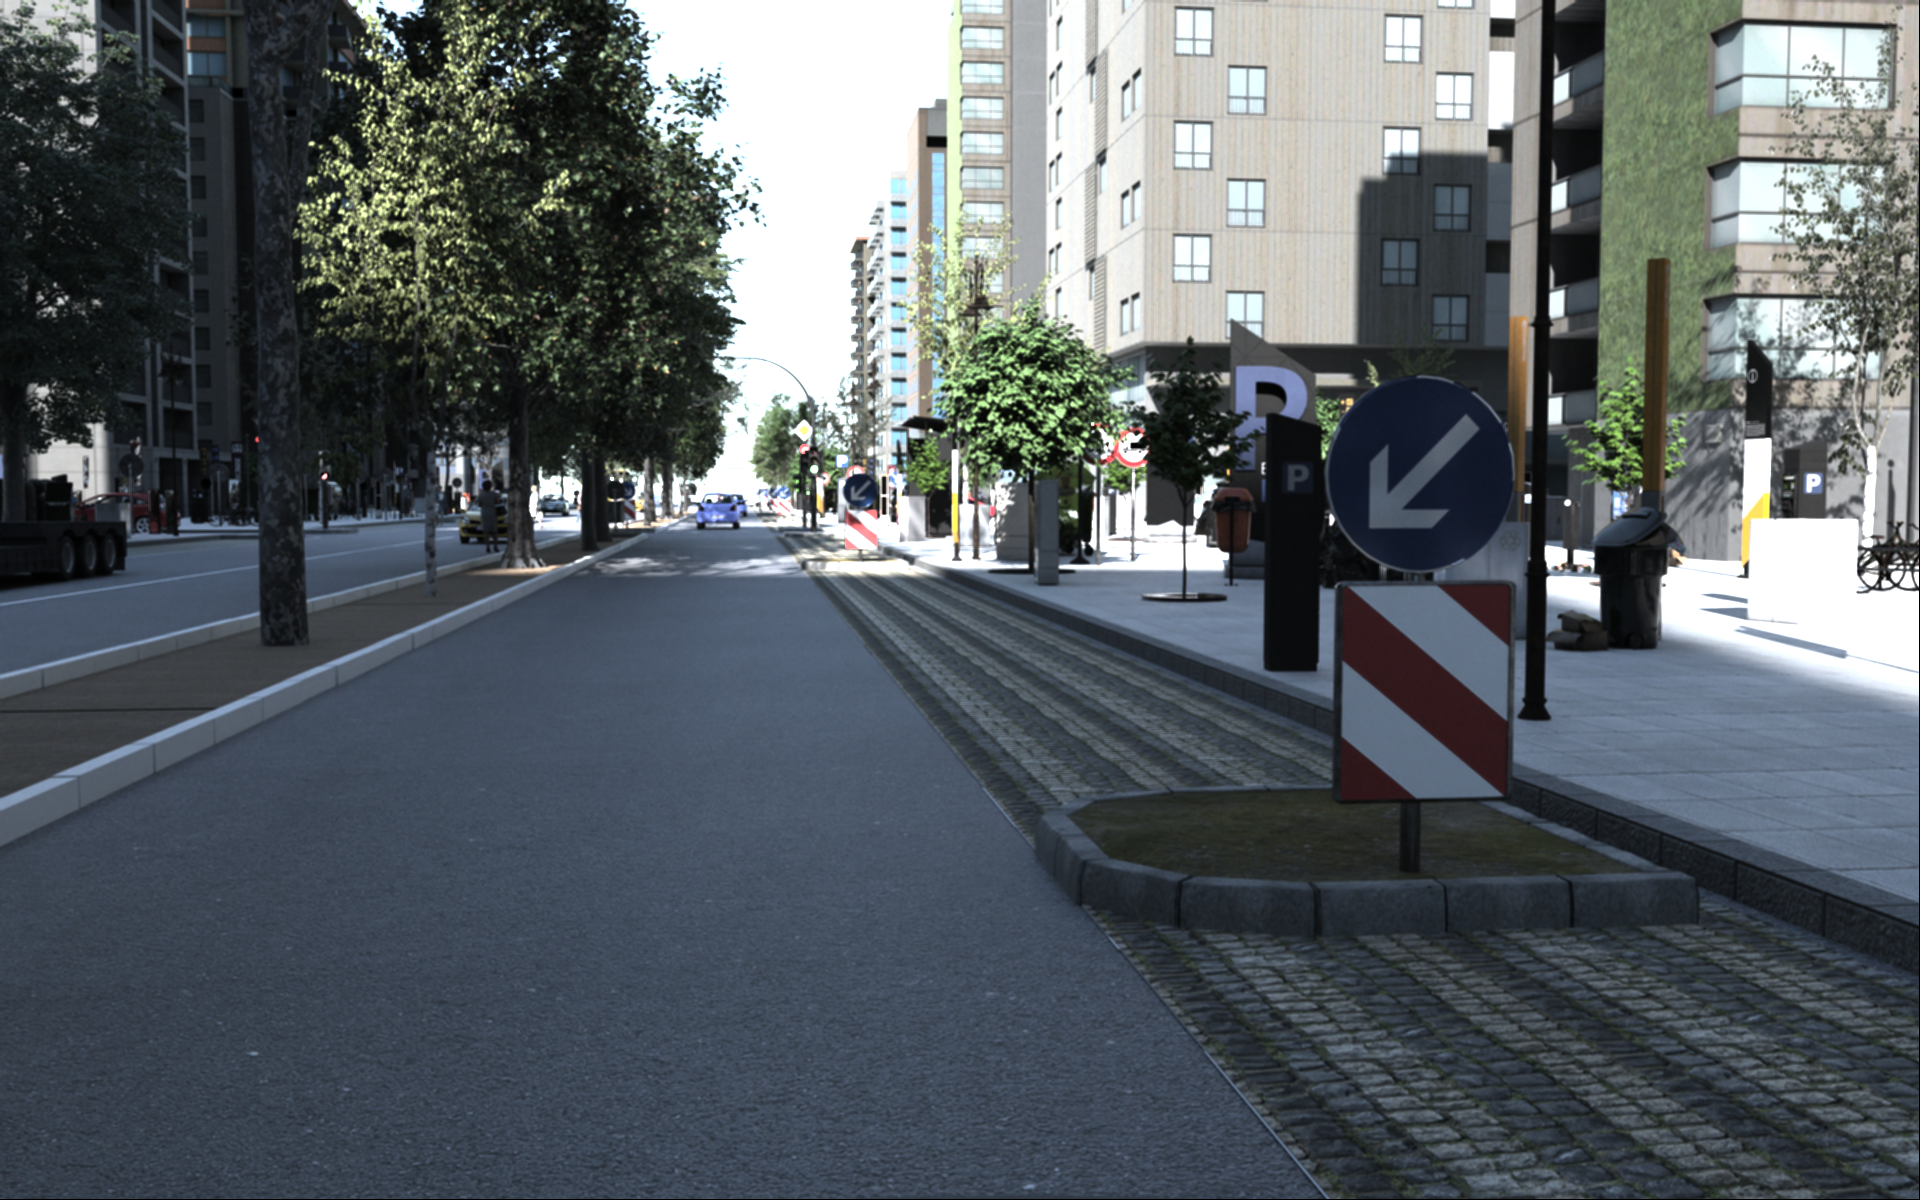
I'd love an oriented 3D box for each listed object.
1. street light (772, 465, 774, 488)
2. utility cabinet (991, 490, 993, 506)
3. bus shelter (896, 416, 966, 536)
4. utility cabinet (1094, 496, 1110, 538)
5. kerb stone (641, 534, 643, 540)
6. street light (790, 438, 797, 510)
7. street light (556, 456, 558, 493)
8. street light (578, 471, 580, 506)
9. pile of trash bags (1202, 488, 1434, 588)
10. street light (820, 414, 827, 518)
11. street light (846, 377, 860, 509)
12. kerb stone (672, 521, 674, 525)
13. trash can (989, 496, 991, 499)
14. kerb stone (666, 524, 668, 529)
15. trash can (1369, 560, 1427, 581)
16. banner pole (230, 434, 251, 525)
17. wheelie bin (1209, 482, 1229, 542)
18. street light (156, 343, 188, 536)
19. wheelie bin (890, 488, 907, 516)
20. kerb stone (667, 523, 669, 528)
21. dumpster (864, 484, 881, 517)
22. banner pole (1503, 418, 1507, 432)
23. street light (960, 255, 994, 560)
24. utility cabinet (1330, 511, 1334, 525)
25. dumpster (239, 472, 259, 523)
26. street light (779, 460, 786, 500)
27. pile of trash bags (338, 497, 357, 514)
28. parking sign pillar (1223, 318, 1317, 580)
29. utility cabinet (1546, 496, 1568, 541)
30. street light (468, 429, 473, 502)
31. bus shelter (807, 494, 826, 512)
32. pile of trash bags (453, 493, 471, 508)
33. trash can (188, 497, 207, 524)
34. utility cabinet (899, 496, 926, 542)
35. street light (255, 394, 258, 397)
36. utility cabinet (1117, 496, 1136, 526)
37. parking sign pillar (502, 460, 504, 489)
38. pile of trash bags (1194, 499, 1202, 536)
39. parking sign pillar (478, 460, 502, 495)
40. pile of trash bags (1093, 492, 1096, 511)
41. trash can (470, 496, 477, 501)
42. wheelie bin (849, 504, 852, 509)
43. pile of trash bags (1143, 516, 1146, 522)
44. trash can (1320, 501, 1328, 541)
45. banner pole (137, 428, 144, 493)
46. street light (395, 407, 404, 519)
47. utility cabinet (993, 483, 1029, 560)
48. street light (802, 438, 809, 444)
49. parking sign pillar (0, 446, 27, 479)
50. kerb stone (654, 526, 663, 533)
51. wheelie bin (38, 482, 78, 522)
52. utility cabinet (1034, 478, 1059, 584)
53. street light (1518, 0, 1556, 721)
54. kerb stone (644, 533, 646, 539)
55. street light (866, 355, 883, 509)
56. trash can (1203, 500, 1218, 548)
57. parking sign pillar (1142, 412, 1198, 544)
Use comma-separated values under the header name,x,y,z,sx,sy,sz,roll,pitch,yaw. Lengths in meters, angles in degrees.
name,x,y,z,sx,sy,sz,roll,pitch,yaw
street light,-22.990,-14.863,215.791,0.468,5.910,1.993,0,4,-7
utility cabinet,2.031,-4.976,90.033,0.318,1.500,1.173,2,4,32
bus shelter,-0.915,-3.912,55.242,1.731,3.624,6.357,0,4,-7
utility cabinet,4.198,-2.454,51.291,0.306,1.237,1.020,1,4,14
kerb stone,-9.712,-1.827,52.125,0.120,0.150,1.000,0,4,-7
street light,-13.842,-10.462,143.843,0.468,5.910,1.993,0,4,-7
street light,-38.031,-11.640,163.095,0.468,5.910,1.993,0,4,-7
street light,-41.096,-13.086,186.736,0.468,5.910,1.993,0,4,-7
pile of trash bags,5.224,-0.881,24.151,3.447,1.369,1.912,1,4,13
street light,-7.262,-7.318,92.438,0.468,5.910,1.993,0,4,-7
street light,-4.223,-5.861,68.610,0.468,5.910,1.993,0,4,-7
kerb stone,-12.763,-3.293,76.040,0.120,0.150,1.000,0,4,-7
trash can,2.317,-6.351,115.489,0.748,1.137,0.748,0,3,0
kerb stone,-11.986,-2.919,69.931,0.120,0.150,1.000,0,4,-7
trash can,4.736,-0.432,18.723,0.748,1.137,0.748,0,3,0
banner pole,-29.978,-5.034,72.326,0.863,3.779,0.401,-1,4,-22
wheelie bin,7.126,-2.359,46.482,0.693,1.594,0.980,-3,4,-36
street light,-23.985,-4.895,52.818,0.468,5.910,1.993,0,4,-7
wheelie bin,-3.198,-5.096,91.225,0.693,1.594,0.980,3,5,43
kerb stone,-12.110,-2.982,70.954,0.120,0.150,1.000,0,4,-7
dumpster,-5.040,-5.670,95.202,1.502,2.255,1.985,0,4,-7
banner pole,15.950,-3.678,50.146,0.401,3.779,0.863,-1,4,-21
street light,0.315,-3.723,33.654,0.468,5.910,1.993,0,4,-7
utility cabinet,9.296,-1.880,41.893,0.306,1.237,1.020,3,5,40
dumpster,-31.574,-4.556,76.978,1.502,2.255,1.985,0,4,-7
street light,-16.984,-11.937,167.957,0.468,5.910,1.993,0,4,-7
pile of trash bags,-40.758,-6.259,112.094,1.912,1.369,3.447,2,4,26
parking sign pillar,4.773,-2.323,26.456,1.447,3.967,1.447,0,4,7
utility cabinet,16.334,-2.250,47.941,1.020,1.237,0.306,-2,4,-26
street light,-31.525,-8.497,111.714,0.468,5.910,1.993,0,4,-7
bus shelter,-10.582,-8.176,124.963,1.731,3.624,6.357,0,4,-7
pile of trash bags,-38.814,-7.464,131.796,1.912,1.369,3.447,3,5,42
trash can,-33.174,-3.899,75.399,0.748,1.137,0.748,0,3,0
utility cabinet,-1.284,-2.154,46.380,0.306,1.237,1.020,2,4,26
street light,-25.432,-5.557,63.652,0.468,5.910,1.993,0,4,-7
utility cabinet,6.677,-3.567,69.479,0.306,1.237,1.020,-2,4,-27
parking sign pillar,-36.669,-9.063,136.645,1.447,3.967,1.447,0,4,-6
pile of trash bags,8.589,-2.751,54.734,1.912,1.369,3.447,1,4,22
parking sign pillar,-36.618,-8.909,134.141,1.447,3.967,1.447,0,4,4
pile of trash bags,5.699,-4.616,85.220,1.912,1.369,3.447,3,4,36
trash can,-38.295,-7.642,136.606,0.748,1.137,0.748,0,3,0
wheelie bin,-8.062,-7.238,126.249,0.980,1.594,0.693,-1,4,-17
pile of trash bags,9.814,-4.250,79.237,1.912,1.369,3.447,-1,4,-21
trash can,7.824,-1.646,38.561,0.748,1.137,0.748,0,3,0
banner pole,-31.080,-4.629,65.698,0.401,3.779,0.863,-3,4,-37
street light,-28.265,-7.005,87.323,0.468,5.910,1.993,0,4,-7
utility cabinet,1.250,-1.502,33.230,1.173,1.500,0.318,3,5,39
street light,-10.356,-8.793,116.546,0.468,5.910,1.993,0,4,-7
parking sign pillar,-46.609,-5.912,85.130,1.447,3.967,1.447,-1,4,-13
kerb stone,-11.467,-2.668,65.856,0.120,0.150,1.000,0,4,-7
wheelie bin,-24.035,-2.343,46.213,0.980,1.594,0.693,-1,4,-15
utility cabinet,1.226,-0.988,24.835,0.318,1.500,1.173,0,4,0
street light,3.281,-2.259,9.717,0.468,5.910,1.993,0,4,-7
kerb stone,-9.978,-1.956,54.175,0.120,0.150,1.000,0,4,-7
street light,-2.857,-5.194,57.714,0.468,5.910,1.993,0,4,-7
trash can,6.146,-1.801,41.103,0.748,1.137,0.748,0,3,0
parking sign pillar,5.492,-3.470,45.199,1.447,3.967,1.447,-3,5,-44
